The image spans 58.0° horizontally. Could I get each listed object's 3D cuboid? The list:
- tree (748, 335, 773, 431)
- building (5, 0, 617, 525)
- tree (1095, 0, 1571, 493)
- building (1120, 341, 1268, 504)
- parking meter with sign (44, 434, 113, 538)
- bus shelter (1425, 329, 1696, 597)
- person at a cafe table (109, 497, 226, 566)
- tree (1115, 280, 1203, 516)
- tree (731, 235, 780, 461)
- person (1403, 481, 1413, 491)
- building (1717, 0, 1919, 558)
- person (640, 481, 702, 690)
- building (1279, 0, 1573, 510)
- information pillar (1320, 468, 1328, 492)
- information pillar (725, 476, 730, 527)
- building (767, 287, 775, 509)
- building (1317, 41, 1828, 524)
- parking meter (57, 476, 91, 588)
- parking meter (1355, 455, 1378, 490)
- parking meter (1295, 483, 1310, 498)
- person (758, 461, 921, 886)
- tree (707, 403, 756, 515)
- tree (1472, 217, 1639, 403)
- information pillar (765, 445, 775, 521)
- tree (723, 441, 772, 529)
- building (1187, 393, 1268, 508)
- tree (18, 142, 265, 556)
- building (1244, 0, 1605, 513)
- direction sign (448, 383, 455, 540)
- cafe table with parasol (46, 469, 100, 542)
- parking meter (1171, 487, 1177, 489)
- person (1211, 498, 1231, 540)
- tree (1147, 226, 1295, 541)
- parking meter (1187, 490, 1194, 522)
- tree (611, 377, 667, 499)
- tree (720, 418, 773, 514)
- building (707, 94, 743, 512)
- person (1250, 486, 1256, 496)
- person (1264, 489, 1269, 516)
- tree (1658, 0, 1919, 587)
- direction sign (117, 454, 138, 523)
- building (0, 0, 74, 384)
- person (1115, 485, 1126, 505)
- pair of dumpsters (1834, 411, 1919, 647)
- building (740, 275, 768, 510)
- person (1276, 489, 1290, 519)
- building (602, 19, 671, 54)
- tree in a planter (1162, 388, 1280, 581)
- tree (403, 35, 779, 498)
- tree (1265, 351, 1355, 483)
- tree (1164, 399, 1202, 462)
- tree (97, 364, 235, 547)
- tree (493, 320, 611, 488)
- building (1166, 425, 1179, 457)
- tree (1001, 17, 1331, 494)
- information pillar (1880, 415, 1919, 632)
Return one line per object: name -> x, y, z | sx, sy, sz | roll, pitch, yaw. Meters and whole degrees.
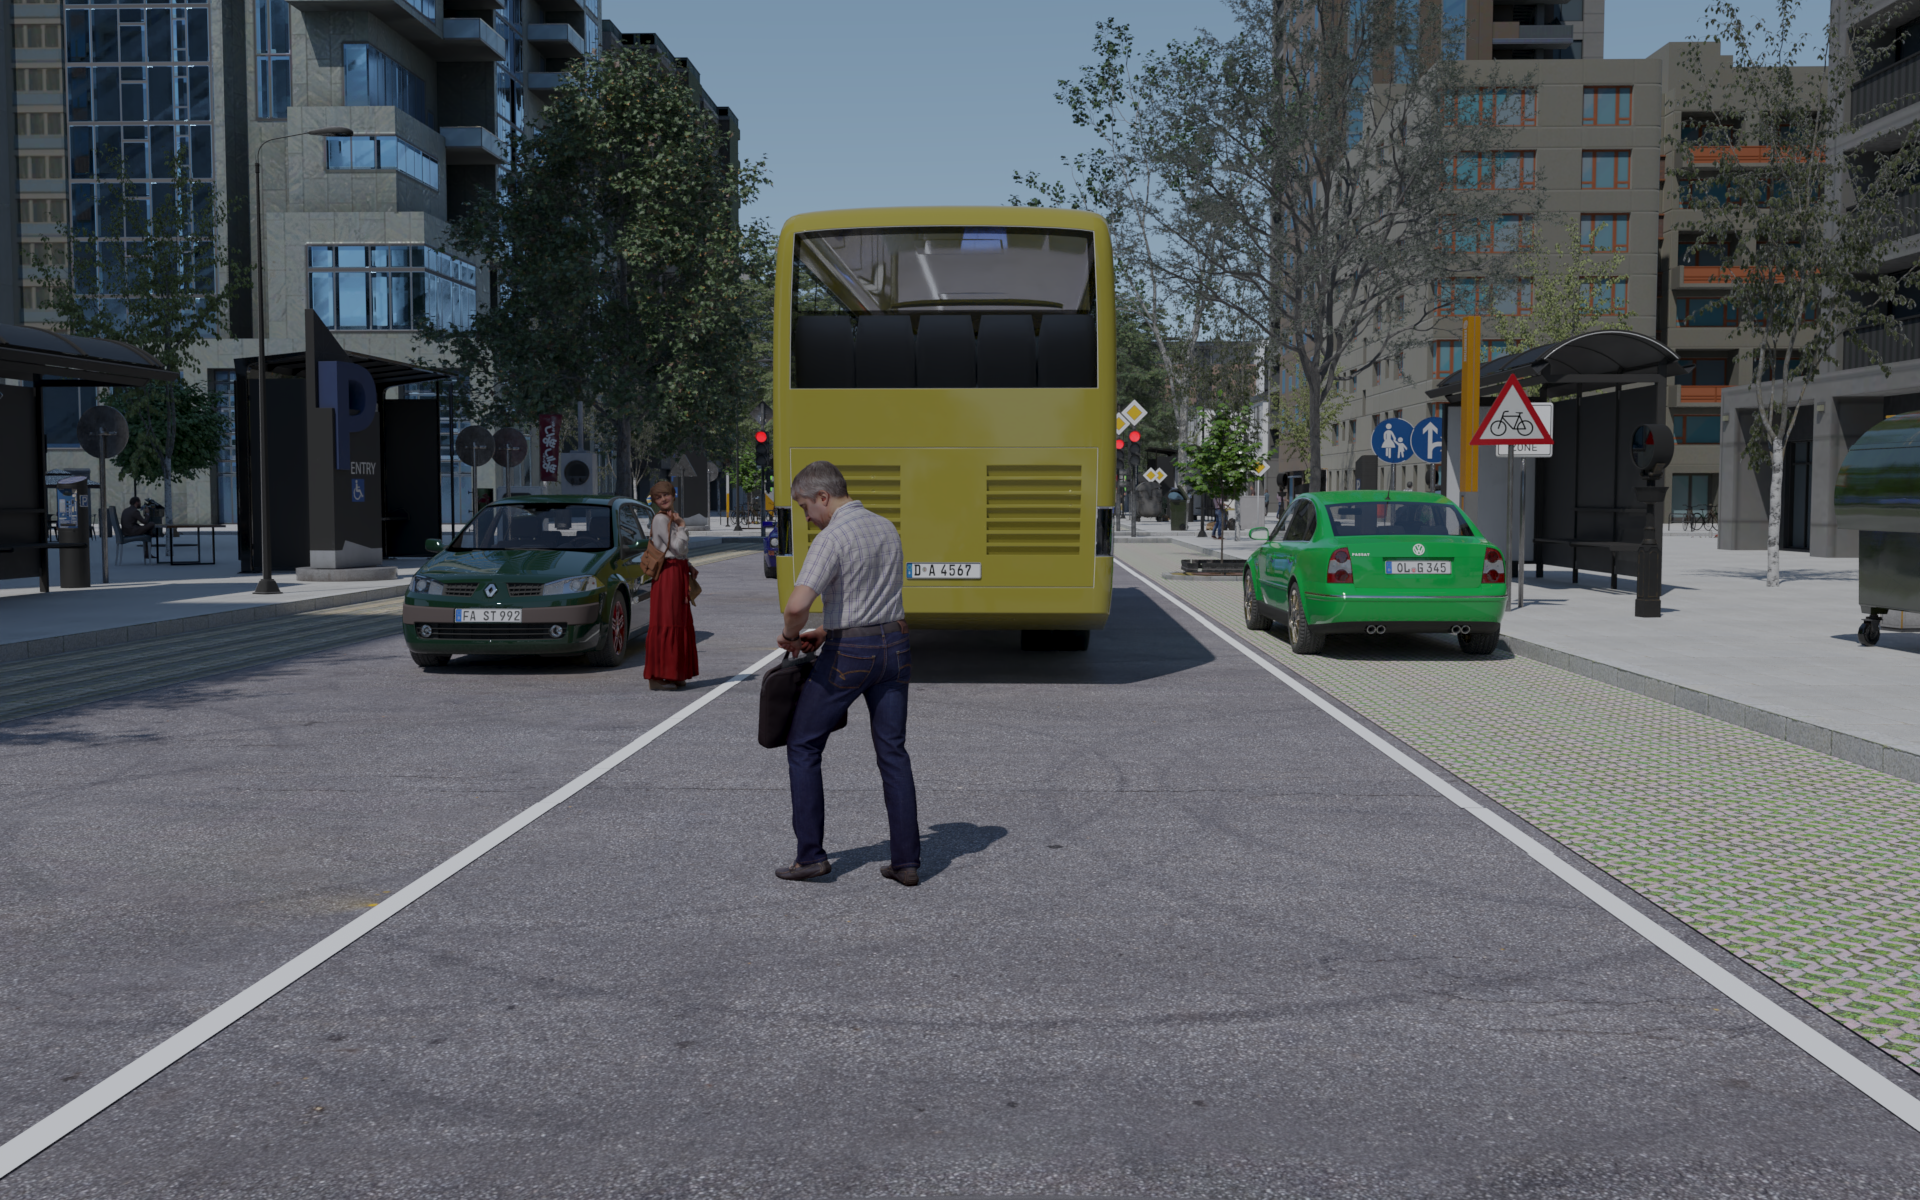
tree -> -6.781, -11.130, 92.347 | 12.009, 13.543, 11.850 | 0, 3, 0
building -> -29.865, -47.239, 85.025 | 22.319, 86.520, 31.000 | 0, 4, 2
tree -> 7.611, -7.724, 36.660 | 12.009, 13.543, 11.850 | 0, 3, 0
building -> 37.591, -24.326, 241.705 | 32.646, 21.610, 27.936 | 0, 4, 2
parking meter with sign -> -25.937, -3.344, 50.929 | 1.738, 3.016, 0.543 | -2, 4, -31
bus shelter -> 8.098, -1.843, 24.062 | 2.014, 3.302, 5.546 | 0, 4, 2
person at a cafe table -> -14.467, -1.260, 31.455 | 1.726, 1.238, 1.698 | -3, 4, -37
tree -> 9.391, -11.984, 102.591 | 9.857, 13.997, 8.962 | 0, 3, 0
tree -> -7.751, -9.635, 75.663 | 7.486, 12.596, 7.792 | 0, 3, 0
person -> 16.146, -3.401, 62.376 | 0.376, 1.734, 0.841 | -1, 4, -13
building -> 27.449, -36.038, 27.467 | 20.563, 71.187, 20.611 | 0, 4, 2
person -> -2.123, -0.106, 12.693 | 0.387, 1.526, 0.523 | 1, 4, 9
building -> 27.416, -27.779, 104.290 | 14.600, 45.320, 14.200 | 0, 4, 2
information pillar -> 10.349, -2.759, 49.600 | 0.304, 2.012, 0.304 | 0, 4, 7
information pillar -> -9.094, -4.672, 67.738 | 0.183, 3.616, 0.504 | -1, 4, -10
building -> -23.663, -18.168, 163.507 | 16.747, 18.905, 31.486 | 0, 4, 2
building -> 33.914, -14.534, 82.666 | 28.899, 21.520, 27.650 | 0, 4, 2
parking meter -> -12.119, -0.934, 23.687 | 0.372, 1.533, 0.369 | 0, 3, 0
parking meter -> 6.123, -1.249, 26.130 | 0.255, 1.863, 0.399 | 0, 4, -3
parking meter -> 7.980, -1.952, 40.333 | 0.372, 1.533, 0.369 | 0, 3, 0
person -> -0.449, 0.266, 6.369 | 0.590, 1.554, 0.614 | 2, 4, 35
tree -> -14.705, -10.237, 117.742 | 4.737, 8.622, 4.395 | 0, 3, 0
tree -> 15.663, -5.814, 45.424 | 4.737, 8.622, 4.395 | 0, 3, 0
information pillar -> -9.042, -5.553, 82.145 | 0.504, 3.616, 0.183 | -3, 5, -40
tree -> -7.592, -4.192, 63.136 | 1.663, 3.219, 1.824 | 0, 3, 0
building -> 26.228, -13.170, 157.481 | 9.099, 9.664, 28.070 | 0, 4, 2
tree -> -16.600, -5.210, 35.545 | 4.737, 8.622, 4.395 | 0, 3, 0
building -> 31.346, -41.761, 121.048 | 20.563, 71.187, 20.611 | 0, 4, 2
direction sign -> -10.484, -2.676, 35.754 | 0.379, 3.537, 0.876 | -1, 4, -20
cafe table with parasol -> -24.275, -2.551, 46.571 | 2.610, 1.966, 2.610 | 1, 4, 15
parking meter -> 8.068, -3.442, 64.691 | 0.372, 1.533, 0.369 | 0, 3, 0
person -> 7.262, -2.465, 48.302 | 0.435, 1.587, 0.963 | -1, 4, -11
tree -> 7.303, -5.901, 46.846 | 4.360, 8.622, 3.978 | 0, 3, 0
parking meter -> 10.449, -4.308, 78.843 | 0.372, 1.533, 0.369 | 0, 3, 0
tree -> -14.955, -7.704, 76.330 | 4.360, 8.622, 3.978 | 0, 3, 0
tree -> -13.811, -9.815, 110.836 | 4.360, 8.622, 3.978 | 0, 3, 0
building -> -23.683, -21.532, 123.744 | 14.160, 30.474, 14.107 | 0, 4, 2
person -> 18.579, -6.359, 110.138 | 0.434, 1.807, 0.598 | 2, 4, 28
person -> 17.546, -5.583, 99.531 | 0.499, 1.552, 0.429 | -1, 4, -13
tree -> 11.507, -4.491, 23.784 | 4.360, 8.622, 3.978 | 0, 3, 0
direction sign -> -23.873, -3.554, 50.111 | 0.876, 3.537, 0.379 | -2, 4, -31
building -> -52.957, -24.176, 87.160 | 23.993, 40.220, 32.217 | 0, 4, 2
person -> 8.401, -5.234, 92.156 | 0.750, 1.759, 0.617 | -3, 5, -40
pair of dumpsters -> 8.105, -0.610, 12.471 | 1.574, 2.255, 4.437 | 0, 4, 2
building -> -23.850, -17.455, 141.807 | 16.016, 20.091, 11.380 | 0, 4, 2
person -> 16.367, -4.904, 88.188 | 0.435, 1.587, 0.963 | -2, 4, -27
building -> -24.438, -20.671, 109.680 | 14.160, 30.474, 14.107 | 0, 4, 2
tree in a planter -> 4.432, -1.954, 29.175 | 1.991, 3.239, 1.994 | 0, 4, 2
tree -> -8.589, -7.756, 43.817 | 9.611, 12.733, 9.660 | 0, 3, 0
tree -> 17.076, -8.209, 84.579 | 4.737, 8.622, 4.395 | 0, 3, 0
tree -> 16.665, -11.133, 132.391 | 4.737, 8.622, 4.395 | 0, 3, 0
tree -> -19.626, -3.603, 42.624 | 4.285, 4.588, 4.351 | 0, 3, 0
tree -> -16.156, -7.214, 68.317 | 4.360, 8.622, 3.978 | 0, 3, 0
building -> 27.636, -14.882, 185.467 | 9.099, 9.664, 28.070 | 0, 4, 2
tree -> 8.149, -13.052, 69.293 | 12.611, 20.169, 13.585 | 0, 3, 0
information pillar -> 8.841, -0.713, 16.150 | 0.304, 2.012, 0.304 | -1, 4, -10
